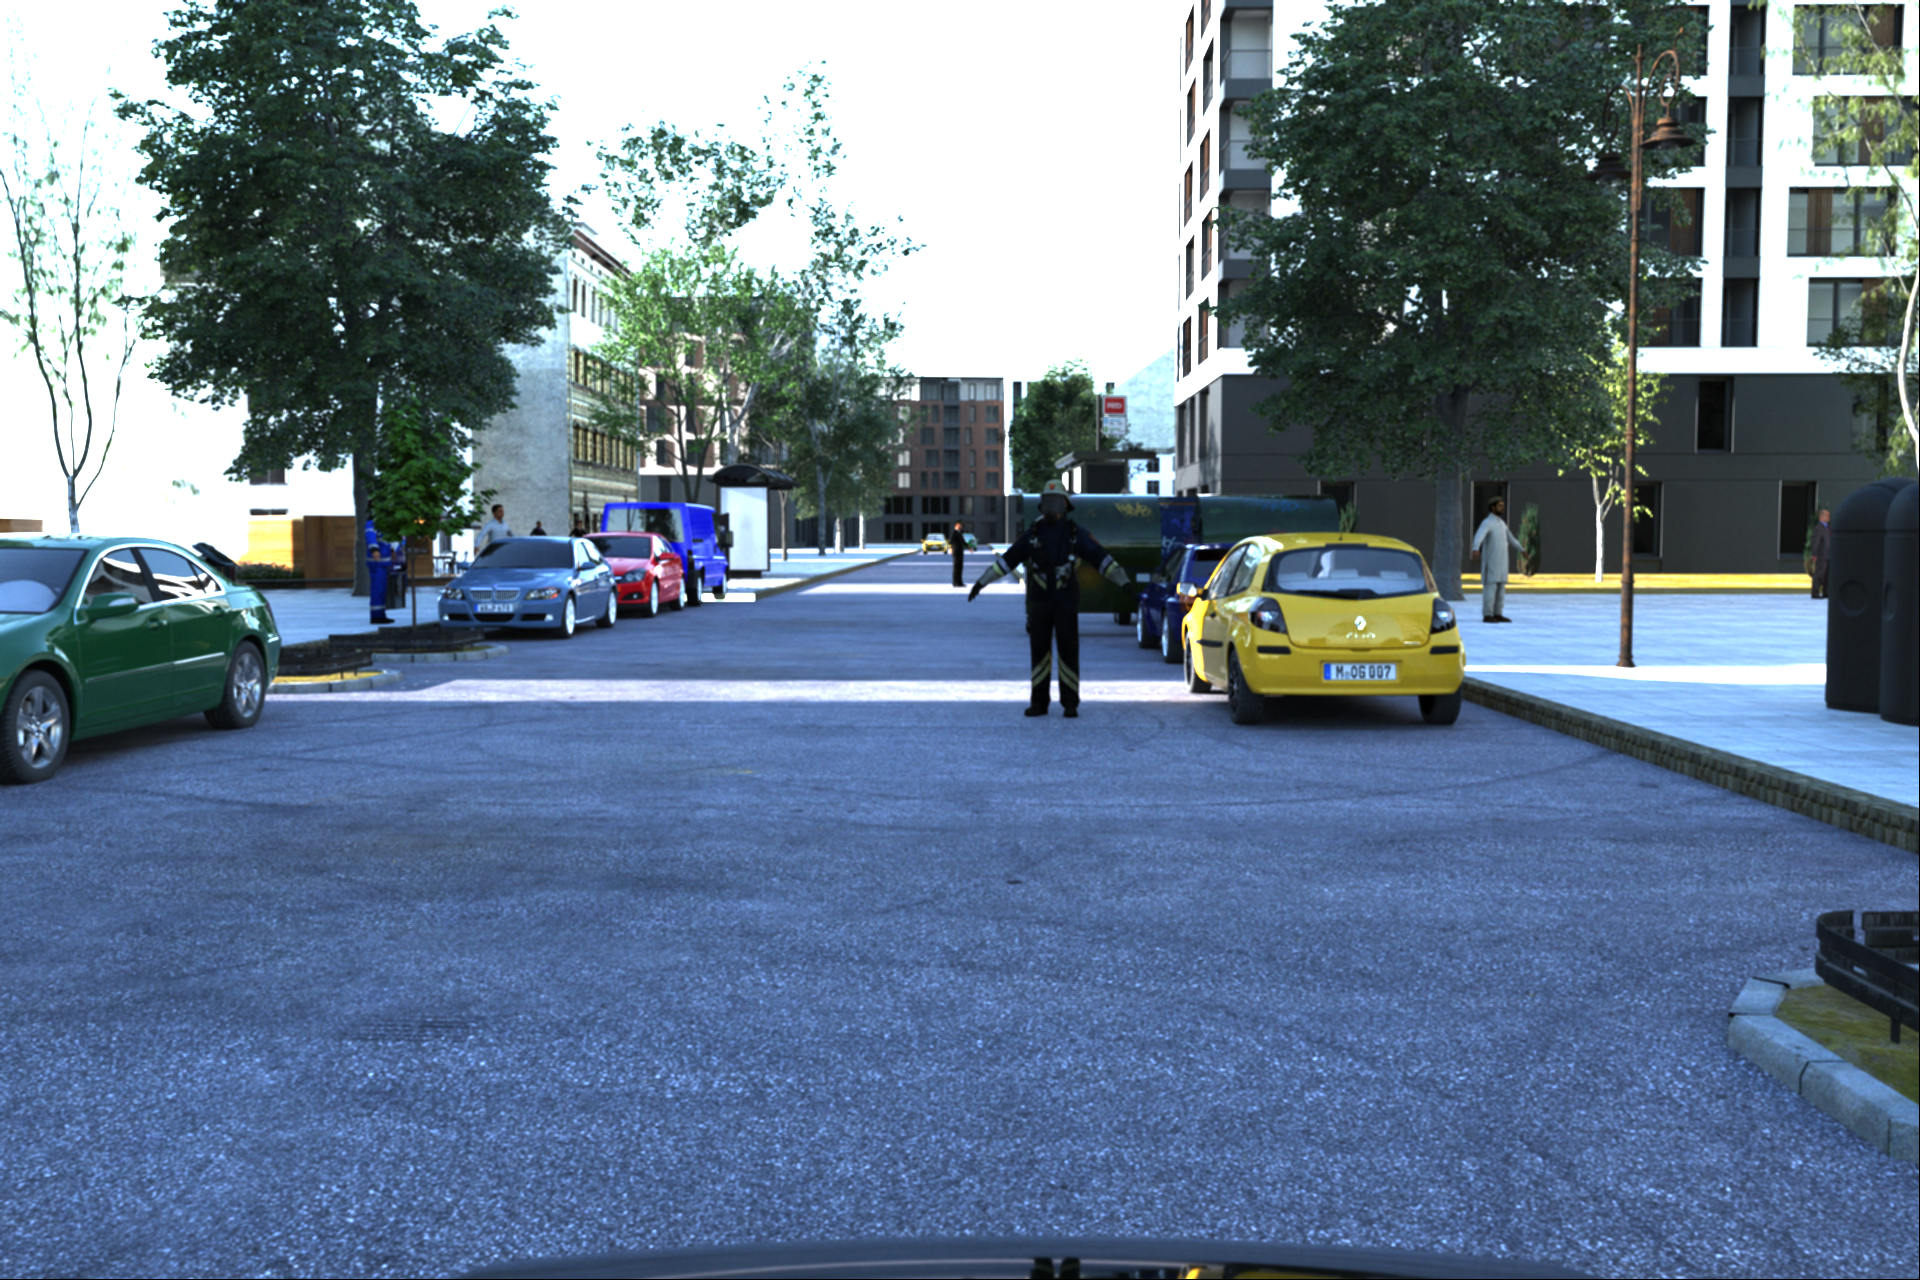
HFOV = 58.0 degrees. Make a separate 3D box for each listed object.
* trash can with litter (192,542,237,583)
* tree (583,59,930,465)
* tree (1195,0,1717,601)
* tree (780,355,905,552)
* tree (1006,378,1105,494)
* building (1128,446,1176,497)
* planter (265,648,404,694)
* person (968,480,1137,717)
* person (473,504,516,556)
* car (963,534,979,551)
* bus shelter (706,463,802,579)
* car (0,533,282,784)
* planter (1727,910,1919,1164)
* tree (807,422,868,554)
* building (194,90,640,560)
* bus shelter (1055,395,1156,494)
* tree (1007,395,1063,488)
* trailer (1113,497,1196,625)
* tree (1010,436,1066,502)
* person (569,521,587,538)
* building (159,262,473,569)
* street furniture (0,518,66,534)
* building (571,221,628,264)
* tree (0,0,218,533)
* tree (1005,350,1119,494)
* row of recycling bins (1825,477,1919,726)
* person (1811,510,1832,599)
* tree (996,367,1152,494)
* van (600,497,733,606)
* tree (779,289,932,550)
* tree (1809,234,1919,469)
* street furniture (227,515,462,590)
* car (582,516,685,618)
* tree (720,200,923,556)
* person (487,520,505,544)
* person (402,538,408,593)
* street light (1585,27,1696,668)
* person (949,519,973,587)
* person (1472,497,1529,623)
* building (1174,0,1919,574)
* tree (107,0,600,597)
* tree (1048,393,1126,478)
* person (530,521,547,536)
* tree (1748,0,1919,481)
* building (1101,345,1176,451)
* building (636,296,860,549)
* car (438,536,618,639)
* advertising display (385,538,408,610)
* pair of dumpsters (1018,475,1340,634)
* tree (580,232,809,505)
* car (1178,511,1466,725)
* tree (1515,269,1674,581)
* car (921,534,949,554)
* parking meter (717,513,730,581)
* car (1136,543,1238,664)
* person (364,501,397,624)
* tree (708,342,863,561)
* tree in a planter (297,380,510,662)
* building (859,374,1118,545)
[{"bbox_3d":[-9.880,-0.742,23.514,1.055,1.170,0.624,0,4,1],"label":"trash can with litter"},{"bbox_3d":[-7.990,-13.025,68.851,12.611,20.169,13.585,0,3,0],"label":"tree"},{"bbox_3d":[9.298,-7.731,33.060,9.857,13.997,8.962,0,3,0],"label":"tree"},{"bbox_3d":[-8.507,-13.150,121.652,9.857,13.997,8.962,0,3,0],"label":"tree"},{"bbox_3d":[6.616,-11.638,116.031,9.928,11.665,9.643,0,3,0],"label":"tree"},{"bbox_3d":[21.181,-13.868,168.889,9.099,9.664,28.070,0,3,0],"label":"building"},{"bbox_3d":[-6.445,0.285,16.484,1.991,0.319,1.994,0,4,0],"label":"planter"},{"bbox_3d":[0.738,-0.329,13.619,1.354,1.856,0.705,1,4,17],"label":"person"},{"bbox_3d":[-8.257,-1.524,31.069,0.704,1.810,1.344,2,4,31],"label":"person"},{"bbox_3d":[0.497,-8.077,143.860,2.131,1.459,4.920,0,4,0],"label":"car"},{"bbox_3d":[-6.128,-3.562,52.159,2.014,3.302,5.546,0,4,3],"label":"bus shelter"},{"bbox_3d":[-6.178,0.022,11.441,2.131,1.459,4.920,0,4,1],"label":"car"},{"bbox_3d":[3.138,1.021,4.447,1.991,0.319,1.994,0,4,1],"label":"planter"},{"bbox_3d":[-8.203,-9.889,112.048,4.360,8.622,3.978,0,3,0],"label":"tree"},{"bbox_3d":[-28.502,-16.106,94.269,19.493,23.208,18.063,0,3,0],"label":"building"},{"bbox_3d":[3.815,-4.294,47.843,2.179,5.291,8.768,0,4,-1],"label":"bus shelter"},{"bbox_3d":[6.931,-12.198,125.191,9.928,11.665,9.643,0,3,0],"label":"tree"},{"bbox_3d":[3.199,-1.305,28.390,1.471,1.999,3.904,0,4,0],"label":"trailer"},{"bbox_3d":[7.689,-12.606,140.526,7.601,10.594,8.767,-1,4,-13],"label":"tree"},{"bbox_3d":[-15.244,-3.867,69.413,0.705,1.806,1.347,3,5,42],"label":"person"},{"bbox_3d":[-23.768,-7.677,67.665,9.099,9.664,28.070,0,4,1],"label":"building"},{"bbox_3d":[-27.149,-2.450,46.911,11.010,1.723,9.812,0,4,-7],"label":"street furniture"},{"bbox_3d":[-27.567,-15.268,106.051,16.016,20.090,11.380,0,3,0],"label":"building"},{"bbox_3d":[-11.951,-4.463,23.335,4.360,8.622,3.978,0,3,0],"label":"tree"},{"bbox_3d":[6.540,-11.556,107.063,7.486,12.596,7.792,0,3,0],"label":"tree"},{"bbox_3d":[6.753,-0.253,11.254,1.069,1.692,3.534,0,4,1],"label":"row of recycling bins"},{"bbox_3d":[17.192,-1.699,34.368,0.990,1.755,0.434,-2,4,-33],"label":"person"},{"bbox_3d":[6.451,-9.896,96.213,8.767,10.594,7.601,-1,4,-10],"label":"tree"},{"bbox_3d":[-6.055,-1.932,35.966,2.240,2.365,5.245,0,4,1],"label":"van"},{"bbox_3d":[-8.521,-17.180,136.780,12.611,20.169,13.585,0,3,0],"label":"tree"},{"bbox_3d":[28.740,-6.981,48.554,8.767,10.594,7.601,1,4,13],"label":"tree"},{"bbox_3d":[-17.123,-2.305,44.549,11.010,1.723,9.812,-3,5,-42],"label":"street furniture"},{"bbox_3d":[-6.099,-1.344,31.013,2.155,1.783,4.494,0,4,1],"label":"car"},{"bbox_3d":[-8.098,-14.940,100.153,12.611,20.169,13.585,0,3,0],"label":"tree"},{"bbox_3d":[-17.060,-3.578,64.627,1.347,1.817,0.704,1,4,11],"label":"person"},{"bbox_3d":[-12.281,-1.965,37.990,0.705,1.847,1.347,-1,4,-13],"label":"person"},{"bbox_3d":[6.412,-2.674,16.506,0.468,5.910,1.993,0,4,0],"label":"street light"},{"bbox_3d":[-0.023,-2.362,47.012,0.705,1.837,1.347,2,4,26],"label":"person"},{"bbox_3d":[7.786,-1.164,25.120,1.344,1.819,0.704,-3,5,-40],"label":"person"},{"bbox_3d":[22.584,-13.898,71.202,27.936,21.610,32.646,0,4,1],"label":"building"},{"bbox_3d":[-12.194,-7.869,35.321,9.857,13.997,8.962,0,3,0],"label":"tree"},{"bbox_3d":[6.492,-8.509,89.488,4.360,8.622,3.978,0,3,0],"label":"tree"},{"bbox_3d":[-16.875,-3.871,69.512,0.704,1.802,1.346,2,4,31],"label":"person"},{"bbox_3d":[8.737,-4.007,15.880,4.360,8.622,3.978,0,3,0],"label":"tree"},{"bbox_3d":[25.484,-22.425,197.581,19.493,23.208,18.063,0,4,1],"label":"building"},{"bbox_3d":[-24.732,-19.653,165.294,27.936,21.610,32.646,0,4,1],"label":"building"},{"bbox_3d":[-6.180,-0.808,25.217,2.014,1.417,4.499,0,4,1],"label":"car"},{"bbox_3d":[-9.688,-1.496,29.675,0.123,1.923,0.974,0,4,1],"label":"advertising display"},{"bbox_3d":[3.044,-1.194,24.470,4.436,2.255,1.574,0,4,0],"label":"pair of dumpsters"},{"bbox_3d":[-9.073,-8.133,58.736,9.928,11.665,9.643,0,3,0],"label":"tree"},{"bbox_3d":[2.894,-0.259,14.452,2.015,1.641,3.980,0,3,0],"label":"car"},{"bbox_3d":[17.207,-5.887,46.610,4.737,8.622,4.395,0,3,0],"label":"tree"},{"bbox_3d":[-1.748,-6.969,124.169,2.015,1.641,3.980,0,4,1],"label":"car"},{"bbox_3d":[-6.555,-2.566,47.667,0.399,1.863,0.255,0,4,1],"label":"parking meter"},{"bbox_3d":[3.108,-0.485,20.515,1.945,1.354,3.894,0,4,-1],"label":"car"},{"bbox_3d":[-8.315,-1.154,24.841,0.704,1.831,1.345,-1,4,-8],"label":"person"},{"bbox_3d":[-8.238,-9.097,83.147,8.767,10.594,7.601,2,4,27],"label":"tree"},{"bbox_3d":[-6.407,-1.408,20.236,1.991,3.239,1.994,0,4,2],"label":"tree in a planter"},{"bbox_3d":[2.559,-23.669,233.418,32.646,21.610,27.936,0,4,-5],"label":"building"}]
